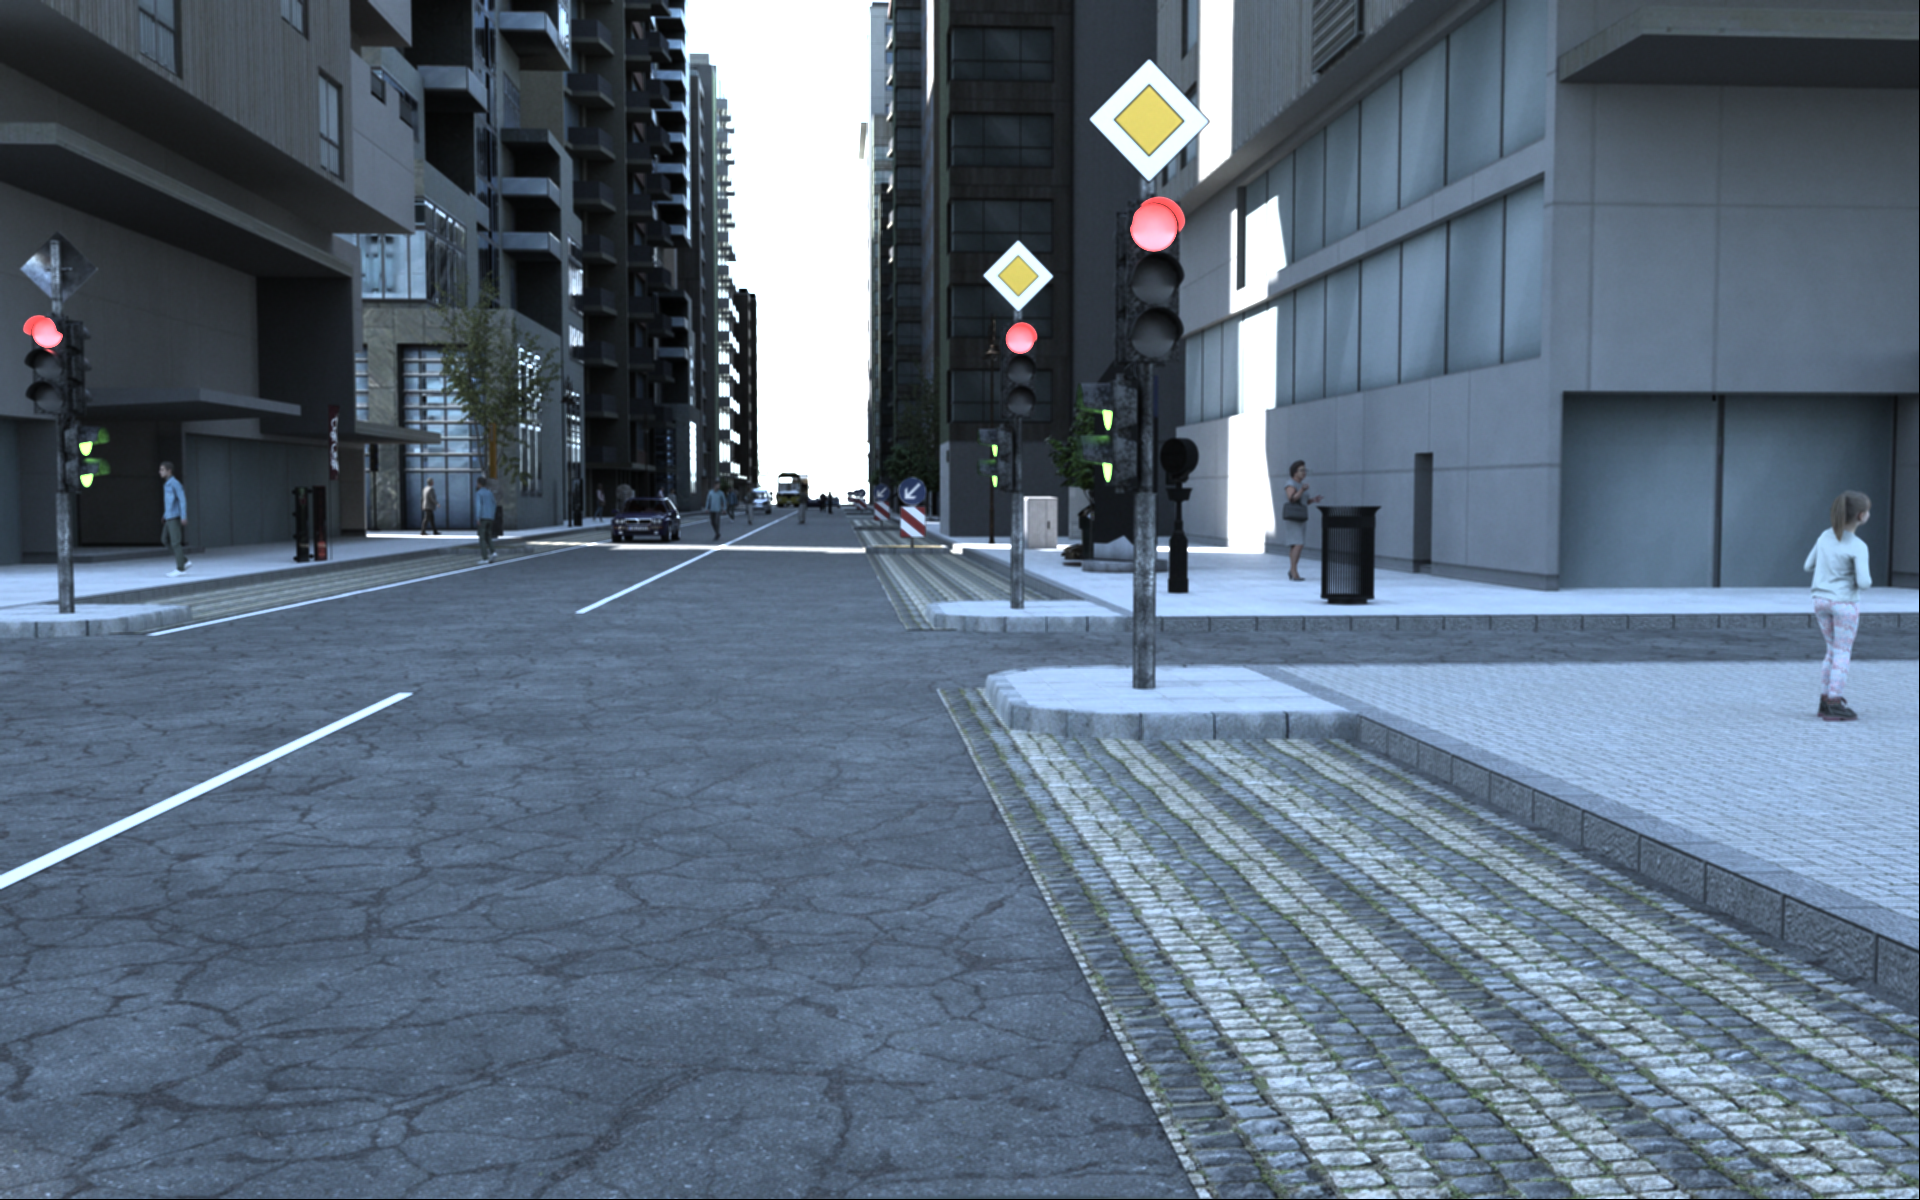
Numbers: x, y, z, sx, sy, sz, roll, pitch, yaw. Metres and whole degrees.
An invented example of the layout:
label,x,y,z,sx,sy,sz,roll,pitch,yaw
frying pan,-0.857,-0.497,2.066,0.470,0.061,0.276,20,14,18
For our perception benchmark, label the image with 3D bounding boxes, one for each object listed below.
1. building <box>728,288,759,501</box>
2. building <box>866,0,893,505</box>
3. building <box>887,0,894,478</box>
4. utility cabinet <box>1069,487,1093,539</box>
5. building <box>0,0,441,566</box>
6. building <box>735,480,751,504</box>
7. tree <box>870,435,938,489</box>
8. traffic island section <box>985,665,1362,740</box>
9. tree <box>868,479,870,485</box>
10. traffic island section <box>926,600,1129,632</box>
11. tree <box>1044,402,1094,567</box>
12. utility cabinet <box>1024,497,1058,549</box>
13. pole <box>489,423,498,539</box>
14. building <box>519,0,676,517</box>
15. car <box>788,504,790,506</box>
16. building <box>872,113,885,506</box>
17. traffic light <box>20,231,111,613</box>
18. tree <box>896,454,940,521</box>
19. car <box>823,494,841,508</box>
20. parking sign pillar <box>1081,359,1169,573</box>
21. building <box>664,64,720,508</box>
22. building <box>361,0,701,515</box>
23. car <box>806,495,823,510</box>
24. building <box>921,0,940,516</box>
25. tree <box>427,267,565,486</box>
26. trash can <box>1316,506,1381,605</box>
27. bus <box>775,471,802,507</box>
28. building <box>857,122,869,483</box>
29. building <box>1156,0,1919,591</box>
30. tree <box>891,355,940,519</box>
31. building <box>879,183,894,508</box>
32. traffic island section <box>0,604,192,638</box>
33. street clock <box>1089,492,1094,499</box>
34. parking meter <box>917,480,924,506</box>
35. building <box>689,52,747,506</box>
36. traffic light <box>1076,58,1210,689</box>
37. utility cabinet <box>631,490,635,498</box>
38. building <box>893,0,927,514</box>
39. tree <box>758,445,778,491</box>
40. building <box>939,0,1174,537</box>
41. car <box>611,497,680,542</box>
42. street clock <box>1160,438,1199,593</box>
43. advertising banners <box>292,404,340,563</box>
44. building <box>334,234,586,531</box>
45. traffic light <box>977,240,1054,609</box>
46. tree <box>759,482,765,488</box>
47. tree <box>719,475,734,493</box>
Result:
label,x,y,z,sx,sy,sz,roll,pitch,yaw
building,-35.156,-28.561,238.680,14.160,30.474,14.107,0,4,-4
building,-0.716,-40.932,211.232,21.231,58.520,28.212,0,4,-4
building,5.287,-29.823,142.238,22.147,44.769,28.867,0,4,-4
utility cabinet,3.648,-2.451,48.747,1.173,1.500,0.318,0,4,3
building,-28.051,-27.352,36.450,28.713,52.752,27.495,0,4,-4
building,-42.941,-32.225,218.758,32.217,40.220,23.993,0,4,-4
tree,-2.680,-6.914,96.753,4.285,4.588,4.351,0,3,0
traffic island section,1.239,0.662,11.459,2.009,0.180,2.903,0,4,-4
tree,-8.068,-12.059,180.870,4.285,4.588,4.351,0,3,0
traffic island section,0.663,0.175,19.424,2.009,0.180,2.903,0,4,-4
tree,2.246,-2.233,31.105,1.663,3.219,1.824,0,3,0
utility cabinet,1.857,-1.808,40.722,1.020,1.237,0.306,-3,5,-44
pole,-13.440,-3.427,49.879,0.158,3.312,0.155,0,3,0
building,-29.584,-27.660,106.864,22.147,44.769,28.867,0,4,-4
car,-20.761,-12.689,217.245,2.009,1.686,4.222,0,4,-4
building,-2.567,-30.953,189.678,14.154,41.232,14.086,0,4,-4
traffic light,-9.611,-1.812,18.554,0.839,4.253,0.868,0,4,-4
tree,-1.809,-5.551,85.359,1.663,3.219,1.824,0,3,0
car,-13.325,-10.262,179.787,2.014,1.417,4.499,0,4,-3
parking sign pillar,2.749,-2.464,28.763,1.447,3.967,1.447,-2,4,-28
building,-29.850,-29.115,159.621,14.154,41.232,14.086,0,4,-4
building,-31.497,-50.330,135.560,22.319,86.520,31.000,0,4,-4
car,-13.424,-8.944,158.815,1.945,1.354,3.894,0,4,-4
building,4.870,-27.889,106.089,14.600,45.320,14.200,0,4,-4
tree,-15.421,-6.502,56.665,4.737,8.622,4.395,0,3,0
trash can,4.541,-0.527,20.268,0.748,1.137,0.748,0,3,0
bus,-18.924,-12.229,191.488,2.896,3.916,12.252,0,4,-6
building,0.424,-39.815,240.210,28.713,52.752,27.495,0,4,-4
building,19.145,-27.150,33.142,27.495,52.752,28.713,0,4,-4
tree,-1.568,-8.530,89.821,4.737,8.622,4.395,0,3,0
building,-0.675,-23.978,163.748,14.160,30.474,14.107,0,4,-4
traffic island section,-9.652,0.220,18.686,2.009,0.180,2.903,0,4,-4
street clock,3.628,-2.582,46.788,0.358,2.002,0.471,2,4,26
parking meter,-1.633,-4.018,71.403,0.255,1.863,0.399,1,4,10
building,-36.073,-34.935,190.791,23.786,49.044,30.456,0,4,-4
traffic light,1.198,-1.371,11.343,0.839,4.253,0.868,0,4,-4
utility cabinet,-16.784,-4.845,87.890,0.318,1.500,1.173,-2,4,-27
building,2.316,-26.703,120.183,14.154,41.232,14.086,0,4,-4
tree,-28.738,-18.488,252.640,4.360,8.622,3.978,0,3,0
building,6.191,-17.536,58.414,14.160,30.474,14.107,0,4,-4
car,-9.536,-2.452,52.671,1.945,1.354,3.894,0,4,-3
street clock,2.836,-1.094,22.459,0.358,2.002,0.471,-3,5,-41
advertising banners,-12.302,-2.264,33.200,0.090,3.025,2.074,0,4,4
building,-27.778,-46.486,72.714,22.319,86.520,31.000,0,4,-4
traffic light,0.623,-1.858,19.307,0.839,4.253,0.868,0,4,-4
tree,-28.904,-15.533,248.567,1.663,3.219,1.824,0,3,0
tree,-23.189,-10.707,169.663,1.663,3.219,1.824,0,3,0
